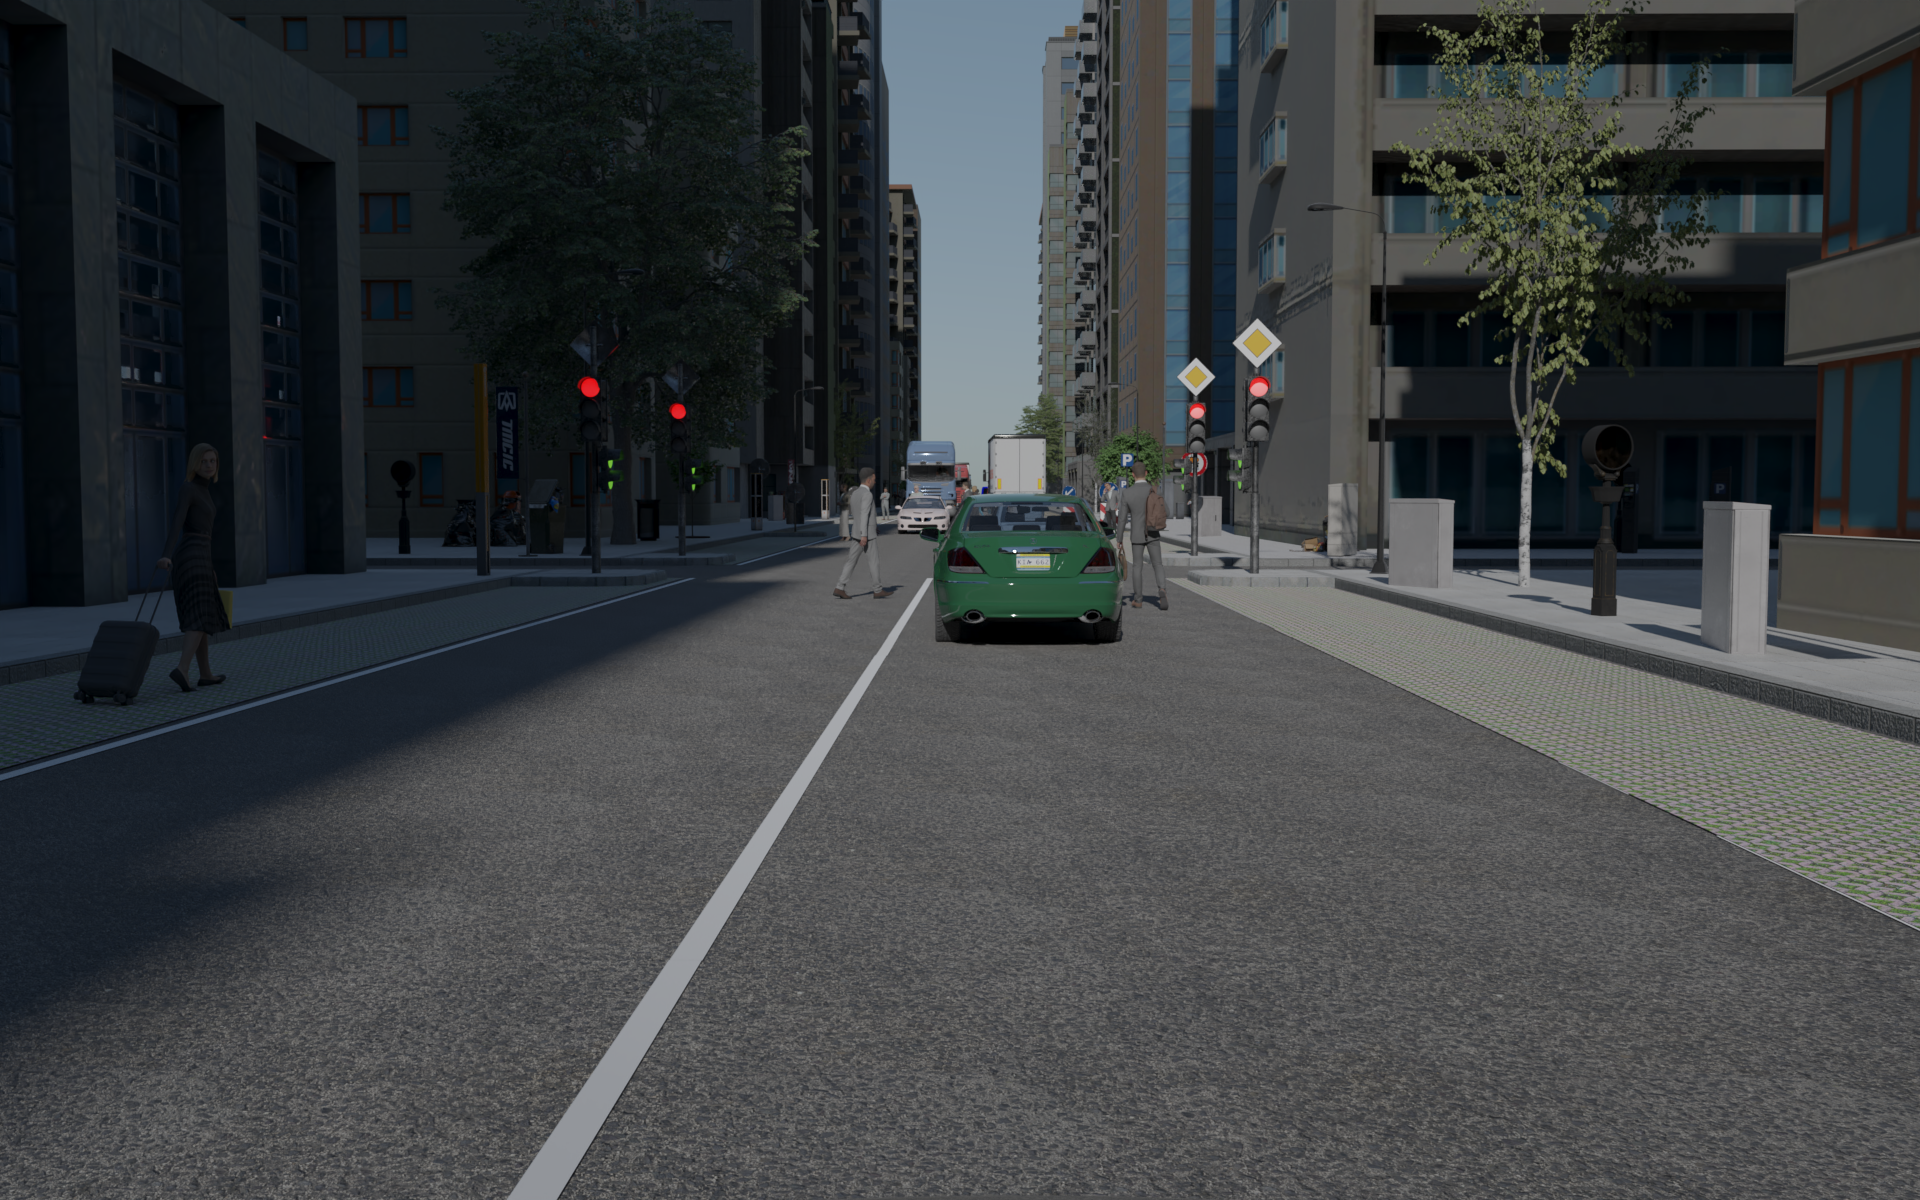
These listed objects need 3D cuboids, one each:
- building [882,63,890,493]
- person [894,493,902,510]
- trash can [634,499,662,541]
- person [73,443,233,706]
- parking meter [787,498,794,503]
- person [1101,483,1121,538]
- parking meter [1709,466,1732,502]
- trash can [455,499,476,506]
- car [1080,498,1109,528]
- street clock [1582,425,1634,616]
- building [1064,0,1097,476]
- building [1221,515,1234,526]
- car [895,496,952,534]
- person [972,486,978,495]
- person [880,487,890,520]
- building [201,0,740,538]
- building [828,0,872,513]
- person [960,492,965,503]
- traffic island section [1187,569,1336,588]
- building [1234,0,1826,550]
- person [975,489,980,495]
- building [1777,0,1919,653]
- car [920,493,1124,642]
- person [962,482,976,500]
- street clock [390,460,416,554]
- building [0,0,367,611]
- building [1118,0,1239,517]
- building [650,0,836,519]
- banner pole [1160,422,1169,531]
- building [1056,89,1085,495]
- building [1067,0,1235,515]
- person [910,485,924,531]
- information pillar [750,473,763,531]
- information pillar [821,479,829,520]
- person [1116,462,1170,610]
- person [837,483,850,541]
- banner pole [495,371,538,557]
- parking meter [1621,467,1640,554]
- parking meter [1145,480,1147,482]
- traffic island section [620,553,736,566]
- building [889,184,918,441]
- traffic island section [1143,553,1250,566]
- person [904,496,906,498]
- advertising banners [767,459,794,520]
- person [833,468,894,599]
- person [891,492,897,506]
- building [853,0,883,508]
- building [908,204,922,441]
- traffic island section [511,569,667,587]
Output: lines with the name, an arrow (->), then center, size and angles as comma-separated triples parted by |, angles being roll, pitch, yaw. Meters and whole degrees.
building -> -14.411, -32.098, 174.909 | 14.600, 45.320, 14.200 | 0, 4, 1
person -> -4.864, -7.839, 137.469 | 0.742, 1.727, 0.445 | -2, 4, -24
trash can -> -8.532, -2.186, 47.399 | 0.748, 1.137, 0.748 | 0, 3, 0
person -> -5.690, -0.221, 12.339 | 0.699, 1.804, 1.509 | 1, 4, 19
parking meter -> -8.030, -4.501, 82.005 | 0.372, 1.533, 0.369 | 0, 3, 0
person -> 4.896, -2.905, 56.185 | 0.592, 1.802, 0.473 | 3, 5, 41
parking meter -> 16.081, -1.893, 36.658 | 0.399, 1.863, 0.255 | 2, 4, 32
trash can -> -13.122, -2.125, 46.392 | 0.748, 1.137, 0.748 | 0, 3, 0
car -> 1.163, -0.779, 24.741 | 2.014, 1.417, 4.499 | 0, 4, 0
street clock -> 6.789, -0.834, 18.204 | 0.471, 2.002, 0.358 | -1, 4, -14
building -> 21.641, -32.751, 155.088 | 23.786, 49.044, 30.456 | 0, 4, 1
building -> 21.009, -38.408, 66.222 | 20.563, 71.187, 20.611 | 0, 4, 1
car -> -1.314, -3.121, 63.395 | 2.083, 1.381, 4.827 | 0, 3, 0
person -> 0.873, -4.052, 74.965 | 0.699, 1.804, 1.509 | -3, 4, -38
person -> -4.093, -5.241, 94.374 | 0.511, 1.800, 0.466 | 1, 4, 11
building -> -24.103, -13.424, 64.524 | 27.650, 21.520, 28.899 | 0, 4, 1
building -> -17.903, -28.778, 125.151 | 22.147, 44.769, 28.867 | 0, 4, 1
person -> 0.230, -8.541, 149.617 | 0.415, 1.643, 0.593 | 2, 4, 32
traffic island section -> 4.772, -0.346, 27.945 | 2.009, 0.180, 2.903 | 0, 4, 1
building -> 19.059, -25.981, 48.487 | 21.600, 48.544, 21.300 | 0, 4, 1
person -> 1.027, -5.218, 94.645 | 0.643, 1.720, 0.563 | 1, 4, 18
building -> 21.424, -9.556, 1.279 | 27.650, 21.520, 28.899 | 0, 4, 1
car -> 0.637, -0.391, 18.197 | 2.131, 1.459, 4.920 | 0, 4, -1
person -> 0.277, -2.990, 57.343 | 0.822, 1.834, 0.622 | 0, 4, -1
street clock -> -11.893, -1.985, 37.032 | 0.471, 2.002, 0.358 | 1, 4, 8
building -> -25.471, -42.962, 15.095 | 31.000, 86.520, 22.319 | 0, 4, 1
building -> 16.869, -27.649, 102.177 | 14.600, 45.320, 14.200 | 0, 4, 1
building -> -14.459, -19.759, 94.762 | 14.160, 30.474, 14.107 | 0, 4, 1
banner pole -> 7.077, -4.298, 60.283 | 0.401, 3.779, 0.863 | 0, 4, 4
building -> 17.568, -30.246, 178.110 | 14.154, 41.232, 14.086 | 0, 4, 1
building -> 18.846, -42.245, 128.963 | 20.563, 71.187, 20.611 | 0, 4, 1
person -> -1.716, -3.523, 66.592 | 0.782, 1.767, 0.515 | 0, 4, 1
information pillar -> -7.154, -3.451, 60.916 | 0.304, 2.012, 0.304 | -3, 5, -41
information pillar -> -6.755, -5.044, 86.965 | 0.304, 2.012, 0.304 | 1, 4, 20
person -> 2.280, -0.799, 21.521 | 0.622, 1.834, 0.822 | -1, 4, -9
person -> -3.579, -2.691, 53.045 | 0.362, 1.759, 0.519 | -2, 4, -31
banner pole -> -9.105, -2.781, 35.487 | 0.863, 3.779, 0.401 | 0, 4, 3
parking meter -> 14.484, -1.939, 37.414 | 0.255, 1.863, 0.399 | 3, 4, 36
parking meter -> 7.793, -4.185, 74.130 | 0.399, 1.863, 0.255 | 2, 4, 35
traffic island section -> -5.807, -0.844, 36.083 | 2.009, 0.180, 2.903 | 0, 4, 1
building -> -17.167, -35.713, 238.539 | 22.147, 44.769, 28.867 | 0, 4, 1
traffic island section -> 4.883, -0.835, 35.930 | 2.009, 0.180, 2.903 | 0, 4, 1
person -> -3.968, -8.071, 140.477 | 1.348, 1.821, 0.705 | 0, 4, -4
advertising banners -> -8.867, -5.488, 85.910 | 0.090, 3.025, 2.074 | 2, 4, 35
person -> -1.332, -0.910, 23.661 | 0.850, 1.792, 0.678 | -2, 4, -28
person -> -7.188, -11.255, 193.341 | 1.217, 1.723, 0.721 | 3, 4, 36
building -> -18.188, -37.394, 153.390 | 21.231, 58.520, 28.212 | 0, 4, 1
building -> -12.949, -37.300, 259.959 | 14.600, 45.320, 14.200 | 0, 4, 1
traffic island section -> -5.918, -0.356, 28.098 | 2.009, 0.180, 2.903 | 0, 4, 1
